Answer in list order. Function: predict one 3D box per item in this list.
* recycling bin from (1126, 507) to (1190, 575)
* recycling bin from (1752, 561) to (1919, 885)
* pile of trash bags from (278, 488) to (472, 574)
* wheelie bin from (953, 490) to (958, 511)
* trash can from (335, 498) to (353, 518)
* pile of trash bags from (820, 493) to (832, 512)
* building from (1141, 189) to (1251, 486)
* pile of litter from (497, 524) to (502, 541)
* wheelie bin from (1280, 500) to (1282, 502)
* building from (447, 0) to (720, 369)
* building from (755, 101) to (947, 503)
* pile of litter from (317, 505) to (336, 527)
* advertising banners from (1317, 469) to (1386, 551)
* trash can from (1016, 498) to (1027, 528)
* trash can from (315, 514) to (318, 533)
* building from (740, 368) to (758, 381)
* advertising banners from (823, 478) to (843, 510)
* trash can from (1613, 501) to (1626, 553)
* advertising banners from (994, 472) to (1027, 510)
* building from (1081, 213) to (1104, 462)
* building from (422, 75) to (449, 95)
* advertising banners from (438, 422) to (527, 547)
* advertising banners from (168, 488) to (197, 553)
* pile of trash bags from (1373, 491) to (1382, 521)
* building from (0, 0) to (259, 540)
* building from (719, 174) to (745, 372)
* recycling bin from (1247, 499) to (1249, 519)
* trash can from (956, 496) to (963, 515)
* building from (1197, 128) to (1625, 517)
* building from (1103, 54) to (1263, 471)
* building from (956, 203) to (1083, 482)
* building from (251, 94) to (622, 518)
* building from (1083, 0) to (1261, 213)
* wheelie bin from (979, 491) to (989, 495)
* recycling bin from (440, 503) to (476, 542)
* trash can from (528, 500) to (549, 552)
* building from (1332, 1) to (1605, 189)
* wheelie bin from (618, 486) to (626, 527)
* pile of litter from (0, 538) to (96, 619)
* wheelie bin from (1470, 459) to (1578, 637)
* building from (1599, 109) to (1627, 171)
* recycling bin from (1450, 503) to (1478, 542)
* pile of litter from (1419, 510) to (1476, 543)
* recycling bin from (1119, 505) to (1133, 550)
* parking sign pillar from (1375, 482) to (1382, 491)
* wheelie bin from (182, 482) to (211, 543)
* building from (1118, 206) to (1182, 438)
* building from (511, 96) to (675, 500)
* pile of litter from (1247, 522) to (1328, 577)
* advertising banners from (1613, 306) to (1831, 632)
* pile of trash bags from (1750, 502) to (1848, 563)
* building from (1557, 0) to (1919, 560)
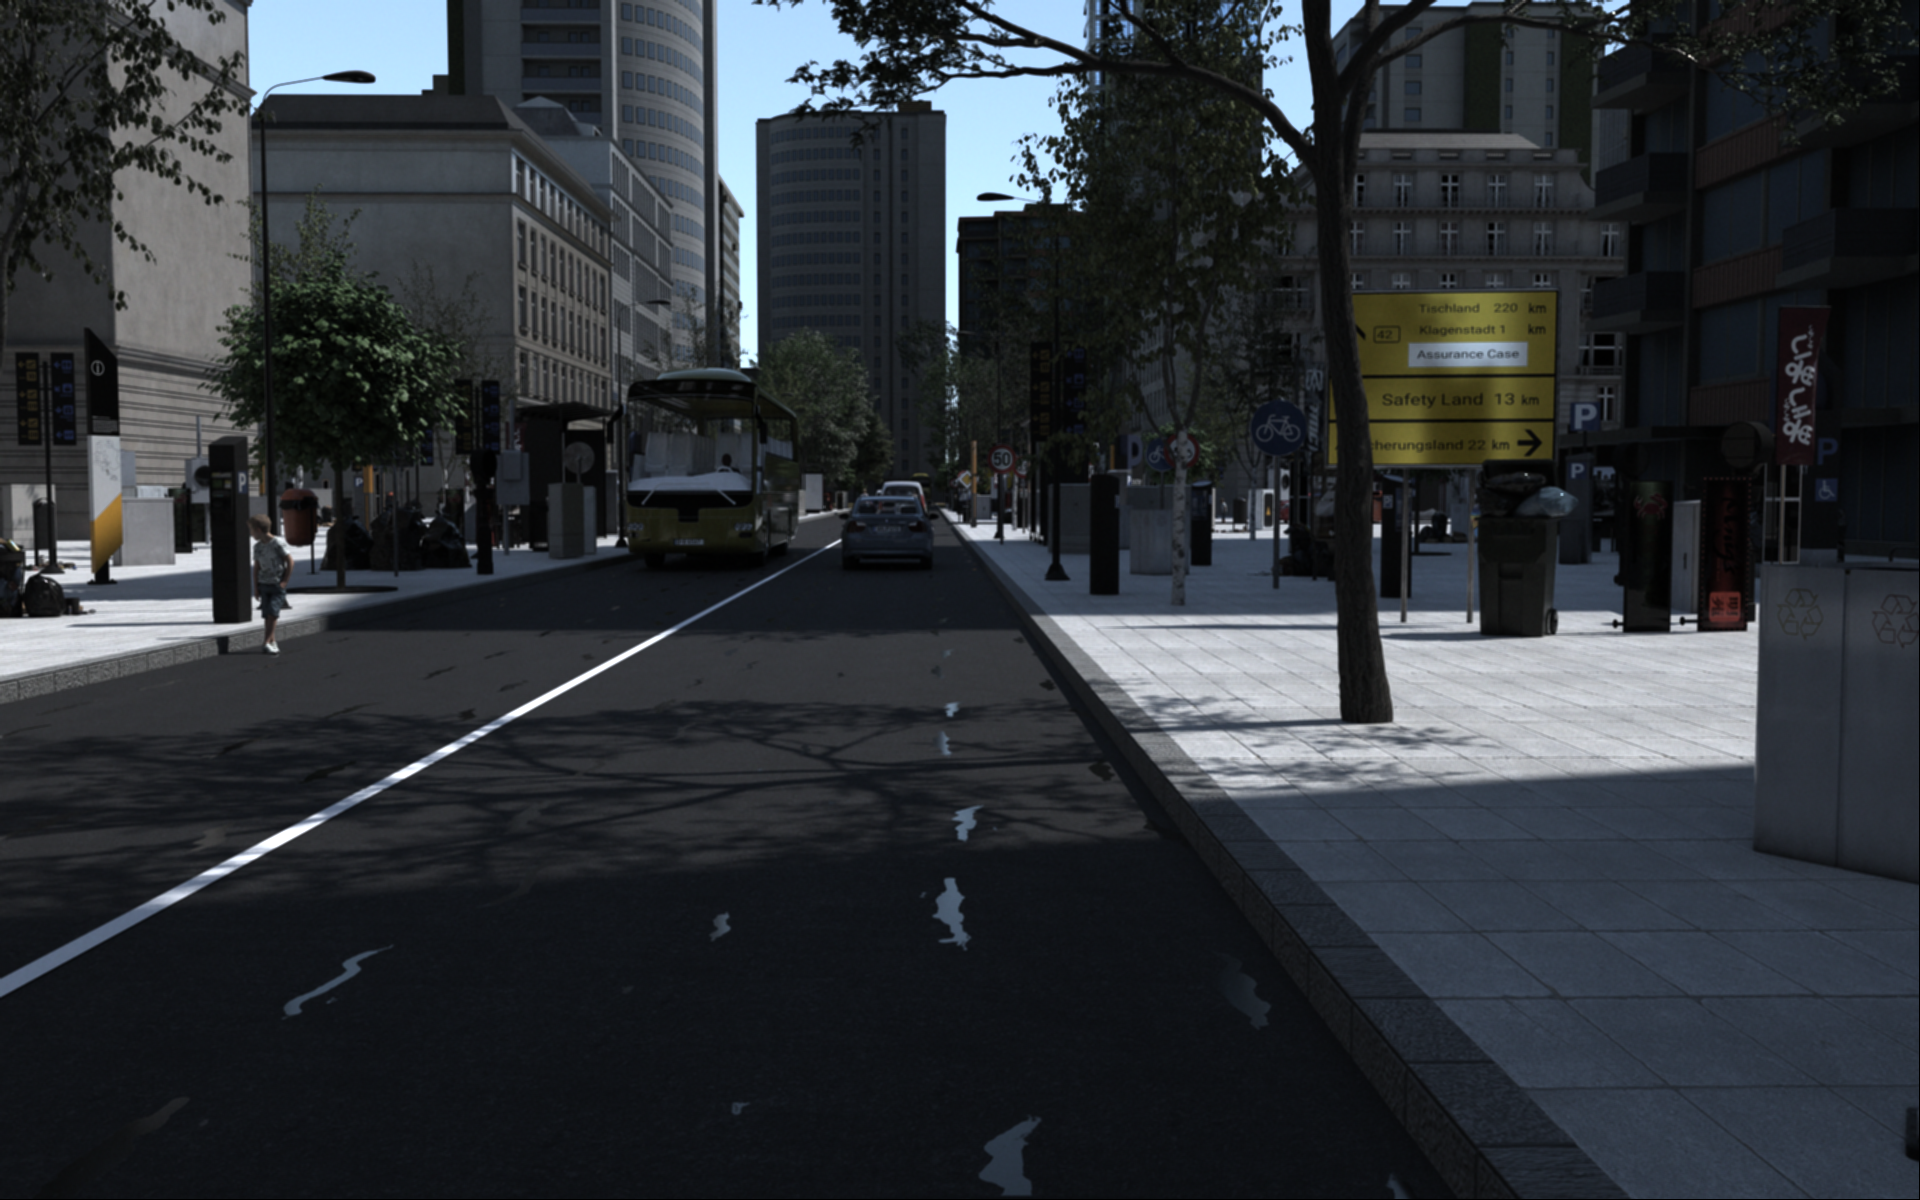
[{"bbox_3d":[3.194,-0.927,27.716,0.722,1.027,0.722,-2,4,-25],"label":"recycling bin"},{"bbox_3d":[3.323,0.396,6.078,0.722,1.027,0.722,-2,4,-29],"label":"recycling bin"},{"bbox_3d":[-9.974,-1.185,29.120,1.912,1.369,3.447,2,4,26],"label":"pile of trash bags"},{"bbox_3d":[-0.206,-7.439,129.543,0.693,1.594,0.980,0,4,-1],"label":"wheelie bin"},{"bbox_3d":[-24.804,-3.552,69.732,0.748,1.137,0.748,0,3,0],"label":"trash can"},{"bbox_3d":[-10.380,-7.274,128.684,1.912,1.369,3.447,1,4,13],"label":"pile of trash bags"},{"bbox_3d":[18.550,-16.067,117.439,10.420,20.320,16.860,0,4,-1],"label":"building"},{"bbox_3d":[-12.704,-2.102,48.325,1.176,0.858,1.719,0,4,3],"label":"pile of litter"},{"bbox_3d":[15.831,-4.772,85.934,0.980,1.594,0.693,-1,4,-16],"label":"wheelie bin"},{"bbox_3d":[-35.526,-38.273,167.755,21.231,58.520,28.212,0,4,-1],"label":"building"},{"bbox_3d":[-16.244,-44.049,262.193,28.212,58.520,21.231,0,4,-1],"label":"building"},{"bbox_3d":[-24.677,-3.290,67.764,1.719,0.858,1.176,-1,4,-17],"label":"pile of litter"},{"bbox_3d":[8.890,-2.635,39.263,2.074,3.025,0.090,-1,4,-22],"label":"advertising banners"},{"bbox_3d":[2.353,-3.282,65.315,0.748,1.137,0.748,0,3,0],"label":"trash can"},{"bbox_3d":[-20.378,-2.592,54.040,0.748,1.137,0.748,0,3,0],"label":"trash can"},{"bbox_3d":[-45.215,-25.711,265.420,28.899,21.520,27.650,0,4,-1],"label":"building"},{"bbox_3d":[-10.486,-8.847,140.834,2.074,3.025,0.090,-1,4,-10],"label":"advertising banners"},{"bbox_3d":[14.178,-1.527,36.622,0.748,1.137,0.748,0,3,0],"label":"trash can"},{"bbox_3d":[2.388,-5.396,84.418,2.074,3.025,0.090,-3,4,-37],"label":"advertising banners"},{"bbox_3d":[19.315,-24.938,179.440,14.160,30.474,14.107,0,4,-1],"label":"building"},{"bbox_3d":[-60.551,-35.555,205.033,21.600,48.544,21.300,0,4,-1],"label":"building"},{"bbox_3d":[-11.501,-2.796,41.909,2.074,3.025,0.090,0,4,-3],"label":"advertising banners"},{"bbox_3d":[-17.602,-2.515,37.308,2.074,3.025,0.090,-1,4,-14],"label":"advertising banners"},{"bbox_3d":[12.025,-2.700,53.899,1.912,1.369,3.447,-2,4,-33],"label":"pile of trash bags"},{"bbox_3d":[-33.105,-13.201,52.001,21.152,22.565,11.583,0,4,-1],"label":"building"},{"bbox_3d":[-37.651,-31.081,200.057,23.993,40.220,32.217,0,4,-1],"label":"building"},{"bbox_3d":[14.943,-4.601,87.779,0.722,1.027,0.722,-1,4,-21],"label":"recycling bin"},{"bbox_3d":[0.100,-5.904,108.186,0.748,1.137,0.748,0,3,0],"label":"trash can"},{"bbox_3d":[26.676,-15.841,100.797,24.055,21.916,13.314,0,4,-1],"label":"building"},{"bbox_3d":[20.557,-29.448,165.063,14.154,41.232,14.086,0,4,-1],"label":"building"},{"bbox_3d":[12.283,-37.243,263.550,28.867,44.769,22.147,0,4,-1],"label":"building"},{"bbox_3d":[-31.644,-16.787,107.751,16.112,22.955,30.059,0,4,-1],"label":"building"},{"bbox_3d":[22.934,-54.303,200.523,22.319,86.520,31.000,0,4,-1],"label":"building"},{"bbox_3d":[1.560,-6.657,116.752,0.693,1.594,0.980,1,4,18],"label":"wheelie bin"},{"bbox_3d":[-13.518,-2.089,46.703,0.722,1.027,0.722,2,4,30],"label":"recycling bin"},{"bbox_3d":[-9.317,-1.652,38.668,0.748,1.137,0.748,0,3,0],"label":"trash can"},{"bbox_3d":[59.308,-40.681,207.136,28.212,58.520,21.231,0,4,-1],"label":"building"},{"bbox_3d":[-13.253,-3.587,66.562,0.980,1.594,0.693,3,4,38],"label":"wheelie bin"},{"bbox_3d":[-10.074,-0.257,18.162,1.719,0.858,1.176,-1,4,-13],"label":"pile of litter"},{"bbox_3d":[5.096,-0.479,15.745,0.980,1.594,0.693,2,4,29],"label":"wheelie bin"},{"bbox_3d":[48.825,-17.239,99.883,19.932,24.808,12.078,0,4,-1],"label":"building"},{"bbox_3d":[13.657,-2.090,46.723,0.722,1.027,0.722,2,4,25],"label":"recycling bin"},{"bbox_3d":[12.788,-1.929,45.510,1.719,0.858,1.176,0,4,-7],"label":"pile of litter"},{"bbox_3d":[3.531,-1.694,40.244,0.722,1.027,0.722,3,5,41],"label":"recycling bin"},{"bbox_3d":[20.948,-5.986,86.349,1.447,3.967,1.447,2,4,35],"label":"parking sign pillar"},{"bbox_3d":[-20.236,-2.326,45.940,0.693,1.594,0.980,3,5,41],"label":"wheelie bin"},{"bbox_3d":[22.011,-18.811,140.845,16.112,22.955,30.059,0,4,-1],"label":"building"},{"bbox_3d":[-30.349,-22.016,137.449,11.434,29.767,29.804,0,4,-1],"label":"building"},{"bbox_3d":[5.427,-0.816,27.300,1.719,0.858,1.176,3,4,38],"label":"pile of litter"},{"bbox_3d":[7.102,-1.219,16.112,2.074,3.025,0.090,0,4,-8],"label":"advertising banners"},{"bbox_3d":[15.358,-1.363,32.033,1.912,1.369,3.447,2,4,23],"label":"pile of trash bags"},{"bbox_3d":[28.254,-23.626,40.909,22.147,44.769,28.867,0,4,-1],"label":"building"}]
